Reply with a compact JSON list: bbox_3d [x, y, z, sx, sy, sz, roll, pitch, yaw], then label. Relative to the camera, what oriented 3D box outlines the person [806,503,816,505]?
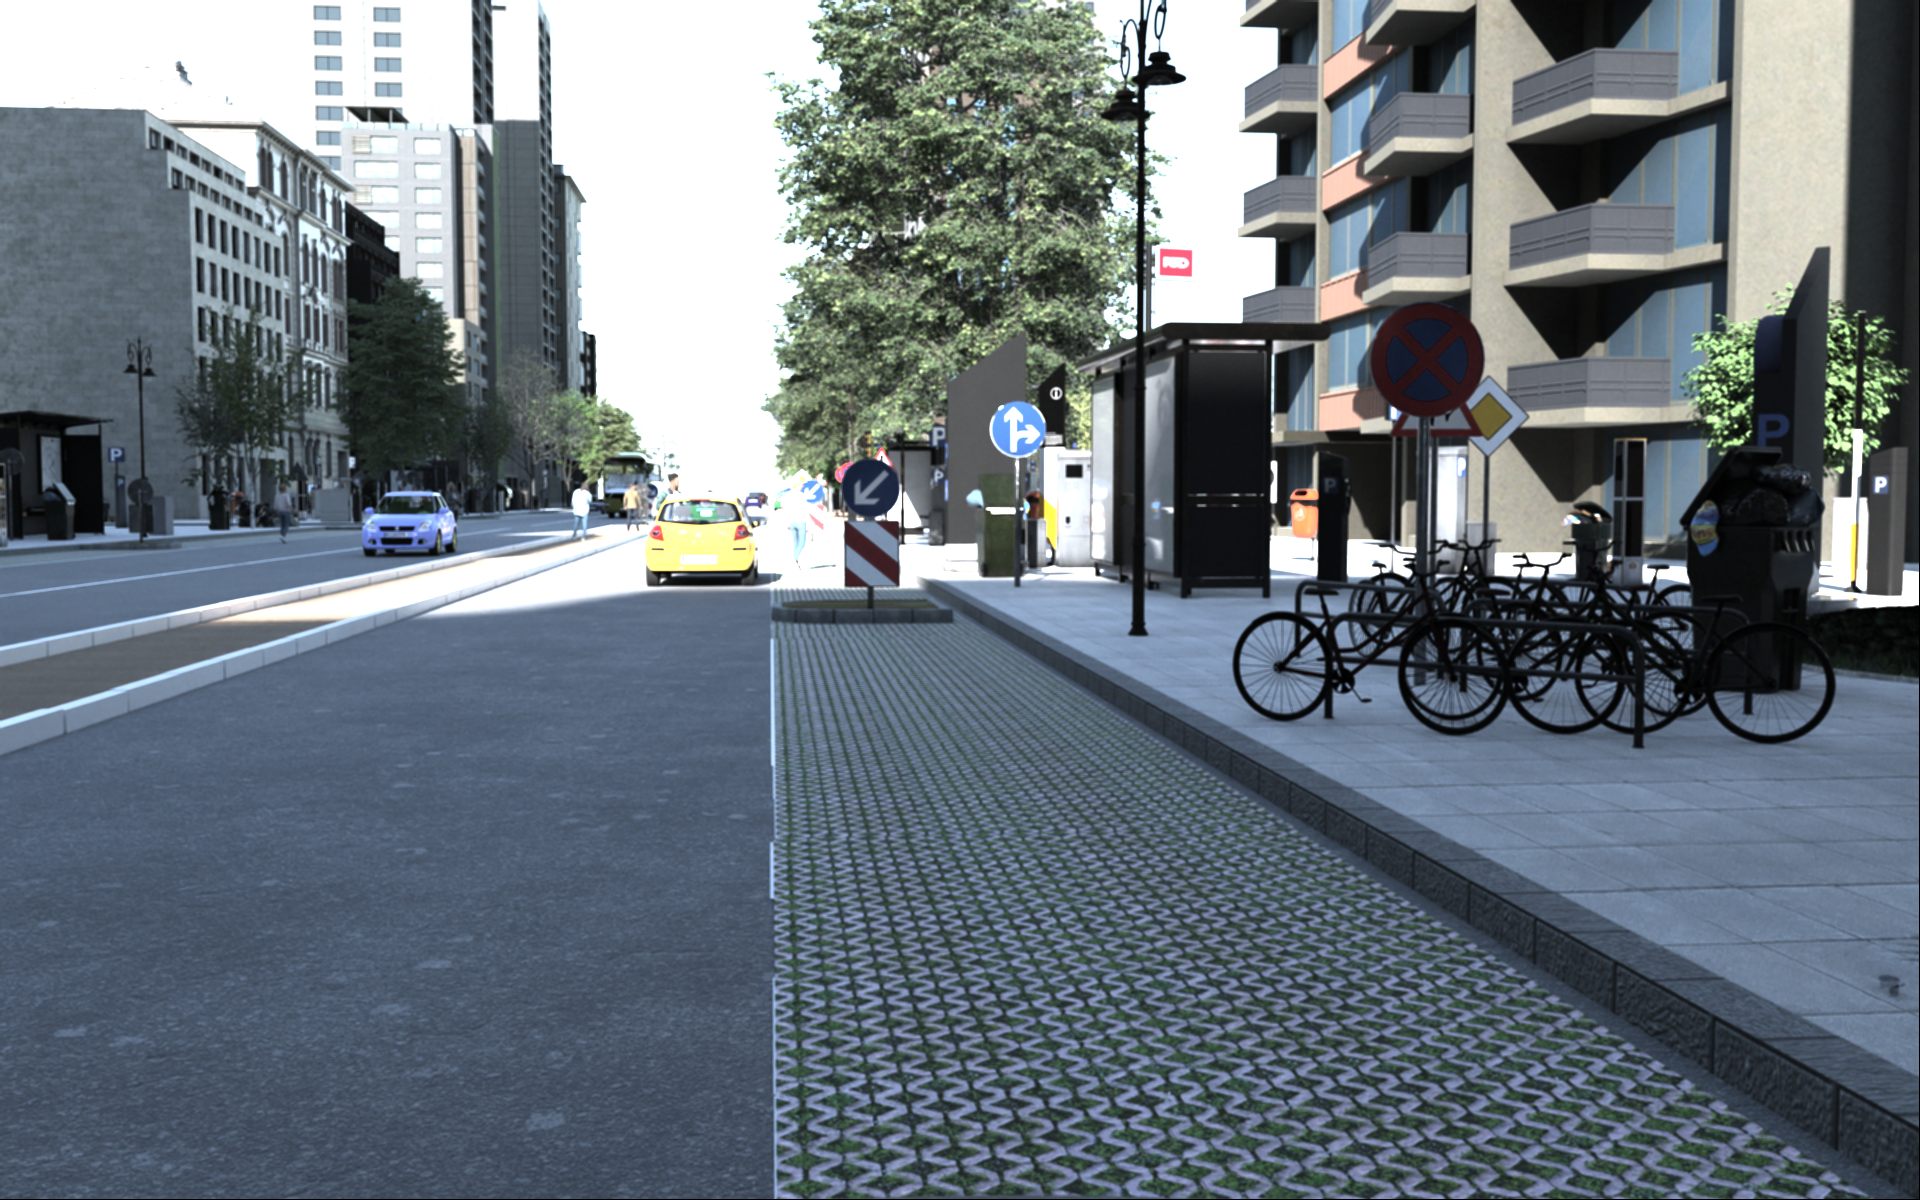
[{"bbox_3d":[-5.629,-3.375,64.037,0.716,1.782,0.532,-3,5,-42],"label":"person"}]

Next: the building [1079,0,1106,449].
[{"bbox_3d":[3.872,-45.919,189.029,20.563,71.187,20.611,0,4,-6],"label":"building"}]

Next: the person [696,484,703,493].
[{"bbox_3d":[-9.698,-3.409,64.425,0.728,1.800,0.709,1,4,16],"label":"person"}]

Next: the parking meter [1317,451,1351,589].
[{"bbox_3d":[5.068,-1.086,23.465,0.399,1.863,0.255,2,4,32],"label":"parking meter"}]

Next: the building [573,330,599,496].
[{"bbox_3d":[-70.397,-32.285,299.562,14.160,30.474,14.107,0,4,-6],"label":"building"}]

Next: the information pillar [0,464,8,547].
[{"bbox_3d":[-23.184,-2.275,41.688,0.304,2.012,0.304,0,4,1],"label":"information pillar"}]

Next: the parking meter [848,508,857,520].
[{"bbox_3d":[-4.322,-3.894,69.383,0.255,1.863,0.399,-2,4,-29],"label":"parking meter"}]

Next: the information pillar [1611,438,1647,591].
[{"bbox_3d":[8.851,-1.127,22.925,0.304,2.012,0.304,0,4,-6],"label":"information pillar"}]

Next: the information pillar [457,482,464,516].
[{"bbox_3d":[-29.683,-6.017,102.869,0.304,2.012,0.304,0,4,-3],"label":"information pillar"}]

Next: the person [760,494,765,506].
[{"bbox_3d":[-24.464,-12.399,214.479,1.065,1.426,0.557,3,5,45],"label":"person"}]

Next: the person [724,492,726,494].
[{"bbox_3d":[-39.455,-17.210,290.593,1.217,1.736,0.721,1,4,10],"label":"person"}]

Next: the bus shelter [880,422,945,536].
[{"bbox_3d":[-1.244,-3.491,51.007,2.014,3.302,5.546,0,4,-6],"label":"bus shelter"}]

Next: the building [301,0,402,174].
[{"bbox_3d":[-63.029,-46.702,201.827,20.563,71.187,20.611,0,4,-6],"label":"building"}]

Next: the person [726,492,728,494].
[{"bbox_3d":[-41.383,-18.321,308.834,0.721,1.735,1.217,1,4,14],"label":"person"}]

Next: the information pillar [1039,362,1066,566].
[{"bbox_3d":[1.656,-2.417,30.879,0.504,3.616,0.183,1,4,22],"label":"information pillar"}]

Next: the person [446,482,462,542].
[{"bbox_3d":[-15.208,-2.656,52.114,0.537,1.800,0.526,-3,5,-45],"label":"person"}]

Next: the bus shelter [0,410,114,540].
[{"bbox_3d":[-27.245,-3.692,51.652,1.731,3.624,6.357,0,4,-6],"label":"bus shelter"}]

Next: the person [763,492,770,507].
[{"bbox_3d":[-21.574,-11.234,192.971,0.445,1.727,0.742,3,5,43],"label":"person"}]

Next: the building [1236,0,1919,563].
[{"bbox_3d":[19.642,-23.881,45.072,22.147,44.769,28.867,0,4,-6],"label":"building"}]

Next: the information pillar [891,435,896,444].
[{"bbox_3d":[-2.461,-4.483,64.653,0.183,3.616,0.504,1,4,16],"label":"information pillar"}]

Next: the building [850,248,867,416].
[{"bbox_3d":[-7.864,-39.481,300.135,22.147,44.769,28.867,0,4,-6],"label":"building"}]

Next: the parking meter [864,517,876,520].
[{"bbox_3d":[-2.852,-2.830,54.688,0.372,1.533,0.369,0,3,0],"label":"parking meter"}]

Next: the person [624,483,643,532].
[{"bbox_3d":[-12.311,-3.477,65.258,0.656,1.842,0.836,-3,5,-39],"label":"person"}]

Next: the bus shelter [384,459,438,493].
[{"bbox_3d":[-31.760,-6.501,100.221,2.014,3.302,5.546,0,4,-6],"label":"bus shelter"}]

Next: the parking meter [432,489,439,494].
[{"bbox_3d":[-28.605,-5.261,94.435,0.372,1.533,0.369,0,3,0],"label":"parking meter"}]

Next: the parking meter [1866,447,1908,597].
[{"bbox_3d":[11.661,-0.985,21.810,0.255,1.863,0.399,-1,4,-21],"label":"parking meter"}]

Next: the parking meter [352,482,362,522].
[{"bbox_3d":[-27.464,-4.479,78.949,0.399,1.863,0.255,3,4,36],"label":"parking meter"}]

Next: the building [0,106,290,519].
[{"bbox_3d":[-44.452,-14.658,94.413,10.420,20.320,16.860,0,4,-6],"label":"building"}]

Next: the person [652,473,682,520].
[{"bbox_3d":[-5.284,-1.445,32.103,0.794,1.824,0.713,-3,4,-37],"label":"person"}]

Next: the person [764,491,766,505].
[{"bbox_3d":[-25.328,-13.239,224.984,1.348,1.821,0.705,-1,4,-21],"label":"person"}]

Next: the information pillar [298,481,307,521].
[{"bbox_3d":[-31.858,-4.854,83.861,0.304,2.012,0.304,0,4,5],"label":"information pillar"}]

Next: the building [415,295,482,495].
[{"bbox_3d":[-61.856,-19.496,163.806,27.650,21.520,28.899,0,4,-6],"label":"building"}]

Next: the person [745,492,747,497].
[{"bbox_3d":[-35.948,-17.216,290.899,0.530,1.710,0.541,0,4,-3],"label":"person"}]

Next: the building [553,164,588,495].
[{"bbox_3d":[-75.052,-42.095,277.489,28.713,52.752,27.495,0,4,-6],"label":"building"}]

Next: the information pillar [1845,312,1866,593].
[{"bbox_3d":[11.673,-1.907,22.532,0.183,3.616,0.504,2,4,26],"label":"information pillar"}]

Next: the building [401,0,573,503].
[{"bbox_3d":[-68.049,-49.855,253.381,20.563,71.187,20.611,0,4,-6],"label":"building"}]

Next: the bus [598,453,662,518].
[{"bbox_3d":[-20.174,-7.062,107.017,2.896,3.916,12.252,0,4,-5],"label":"bus"}]

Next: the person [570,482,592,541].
[{"bbox_3d":[-11.511,-2.680,52.576,0.793,1.790,0.793,-3,4,-36],"label":"person"}]

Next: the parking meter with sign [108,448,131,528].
[{"bbox_3d":[-31.733,-4.246,65.681,0.543,3.016,1.738,-1,4,-12],"label":"parking meter with sign"}]

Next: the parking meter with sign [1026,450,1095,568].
[{"bbox_3d":[2.008,-2.071,30.117,1.738,3.016,0.543,0,4,-6],"label":"parking meter with sign"}]

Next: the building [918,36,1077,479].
[{"bbox_3d":[3.396,-31.897,171.625,14.600,45.320,14.200,0,4,-6],"label":"building"}]

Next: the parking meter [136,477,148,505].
[{"bbox_3d":[-28.201,-3.302,59.694,0.399,1.863,0.255,0,4,0],"label":"parking meter"}]

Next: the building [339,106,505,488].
[{"bbox_3d":[-57.193,-30.688,185.348,14.154,41.232,14.086,0,4,-6],"label":"building"}]

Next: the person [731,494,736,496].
[{"bbox_3d":[-34.947,-15.731,266.529,1.217,1.723,0.721,-1,4,-18],"label":"person"}]

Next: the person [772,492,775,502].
[{"bbox_3d":[-33.159,-18.244,307.500,0.721,1.736,1.217,1,4,19],"label":"person"}]

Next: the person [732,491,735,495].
[{"bbox_3d":[-25.016,-11.137,190.608,0.705,1.821,1.348,-3,4,-36],"label":"person"}]

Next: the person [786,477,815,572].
[{"bbox_3d":[-2.991,-1.394,31.969,0.731,1.740,0.598,2,4,25],"label":"person"}]

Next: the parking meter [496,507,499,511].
[{"bbox_3d":[-34.334,-7.364,128.804,0.372,1.533,0.369,0,3,0],"label":"parking meter"}]

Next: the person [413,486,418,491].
[{"bbox_3d":[-20.633,-3.455,65.566,0.480,1.755,0.524,-1,4,-23],"label":"person"}]

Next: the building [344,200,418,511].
[{"bbox_3d":[-50.446,-18.696,135.357,12.332,23.373,15.834,0,4,-6],"label":"building"}]

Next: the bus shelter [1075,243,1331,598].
[{"bbox_3d":[3.040,-2.924,25.433,2.179,5.291,8.768,0,4,-6],"label":"bus shelter"}]

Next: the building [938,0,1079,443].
[{"bbox_3d":[2.074,-47.185,209.732,20.563,71.187,20.611,0,4,-6],"label":"building"}]

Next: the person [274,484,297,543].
[{"bbox_3d":[-19.785,-2.542,50.732,0.731,1.740,0.598,0,4,0],"label":"person"}]

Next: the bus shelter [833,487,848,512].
[{"bbox_3d":[-9.791,-9.993,141.019,2.179,5.291,8.768,0,4,-6],"label":"bus shelter"}]

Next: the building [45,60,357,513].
[{"bbox_3d":[-49.587,-20.020,114.721,14.401,28.519,23.554,0,4,-6],"label":"building"}]

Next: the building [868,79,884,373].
[{"bbox_3d":[-5.963,-51.103,273.786,20.563,71.187,20.611,0,4,-6],"label":"building"}]
